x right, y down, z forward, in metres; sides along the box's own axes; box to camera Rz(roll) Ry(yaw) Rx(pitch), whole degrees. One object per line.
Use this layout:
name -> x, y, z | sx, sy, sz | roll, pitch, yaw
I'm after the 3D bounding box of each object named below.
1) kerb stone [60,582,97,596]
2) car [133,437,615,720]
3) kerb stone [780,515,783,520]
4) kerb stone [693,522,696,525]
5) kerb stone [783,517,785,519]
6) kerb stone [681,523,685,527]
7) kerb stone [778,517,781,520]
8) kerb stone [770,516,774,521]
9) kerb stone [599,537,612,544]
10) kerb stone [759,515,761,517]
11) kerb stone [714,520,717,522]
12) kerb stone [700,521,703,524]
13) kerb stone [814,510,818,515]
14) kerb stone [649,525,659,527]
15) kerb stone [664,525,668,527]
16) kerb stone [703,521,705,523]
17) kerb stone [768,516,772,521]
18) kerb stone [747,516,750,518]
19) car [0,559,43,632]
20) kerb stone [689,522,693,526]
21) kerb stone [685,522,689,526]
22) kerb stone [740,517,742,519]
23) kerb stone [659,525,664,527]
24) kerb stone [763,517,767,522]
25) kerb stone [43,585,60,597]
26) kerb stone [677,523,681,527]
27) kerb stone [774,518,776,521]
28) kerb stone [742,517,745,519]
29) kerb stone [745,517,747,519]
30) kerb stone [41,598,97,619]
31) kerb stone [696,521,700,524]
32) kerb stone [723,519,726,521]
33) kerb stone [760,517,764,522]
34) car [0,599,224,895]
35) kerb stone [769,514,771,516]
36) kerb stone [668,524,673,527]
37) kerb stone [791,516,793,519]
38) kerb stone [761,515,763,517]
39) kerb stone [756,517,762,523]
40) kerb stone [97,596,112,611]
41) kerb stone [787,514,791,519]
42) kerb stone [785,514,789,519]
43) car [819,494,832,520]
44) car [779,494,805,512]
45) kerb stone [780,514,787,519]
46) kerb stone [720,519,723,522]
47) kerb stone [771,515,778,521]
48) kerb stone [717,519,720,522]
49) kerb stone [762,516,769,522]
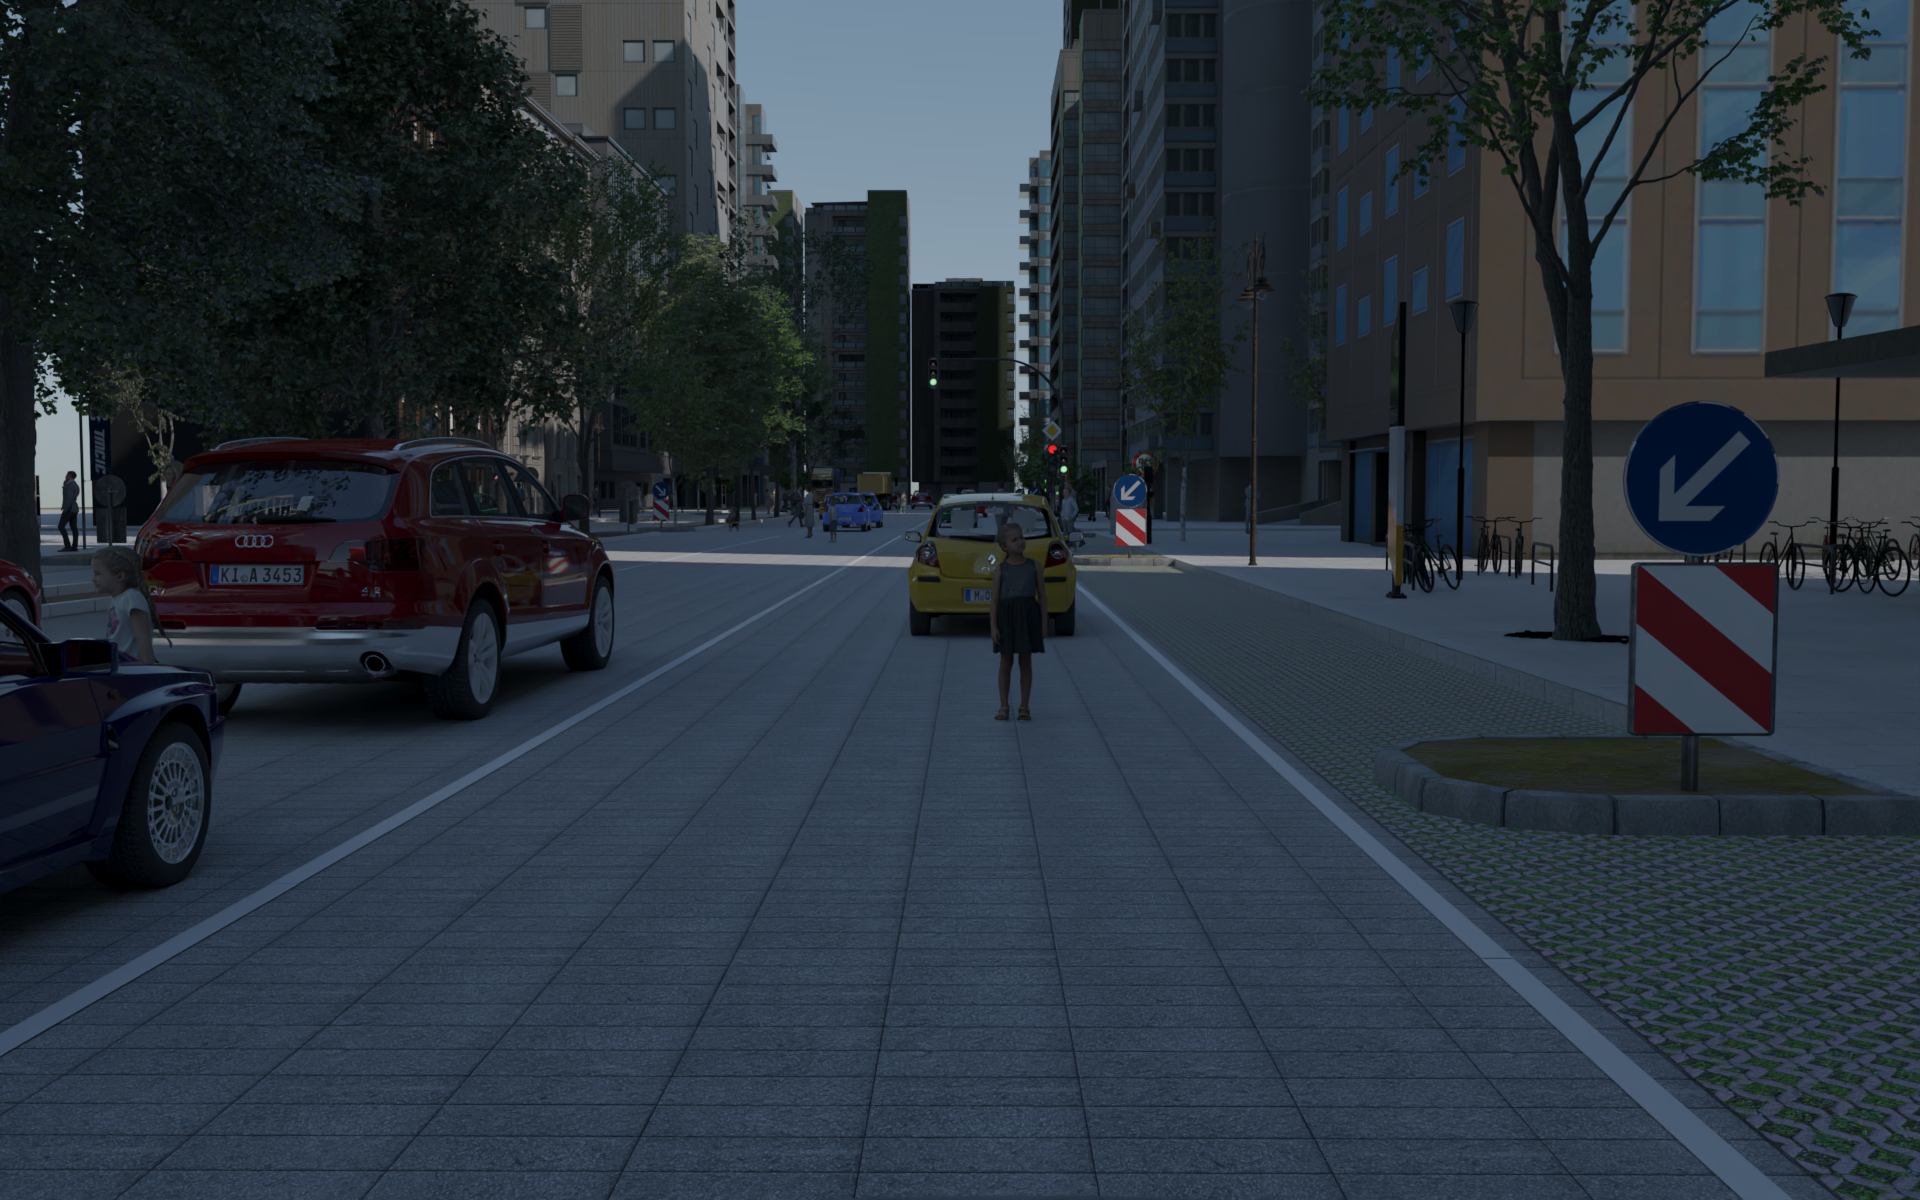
kerb stone -> -12.669, -0.155, 24.732 | 0.120, 0.150, 1.000 | 0, 4, 0
car -> -3.974, -0.238, 12.561 | 2.281, 1.827, 5.304 | 0, 4, 2
kerb stone -> -9.977, -4.450, 94.954 | 0.120, 0.150, 1.000 | 0, 4, 0
kerb stone -> -12.215, -3.449, 78.586 | 0.120, 0.150, 1.000 | 0, 4, 0
kerb stone -> -9.963, -4.513, 95.976 | 0.120, 0.150, 1.000 | 0, 4, 0
kerb stone -> -12.245, -3.261, 75.512 | 0.120, 0.150, 1.000 | 0, 4, 0
kerb stone -> -9.988, -4.388, 93.932 | 0.120, 0.150, 1.000 | 0, 4, 0
kerb stone -> -10.015, -4.194, 90.838 | 0.120, 0.150, 1.000 | 0, 4, 0
kerb stone -> -10.355, -1.722, 50.343 | 0.120, 0.150, 1.000 | 0, 4, 0
kerb stone -> -12.020, -4.893, 102.196 | 0.120, 0.150, 1.000 | 0, 4, 0
kerb stone -> -12.168, -3.824, 84.746 | 0.120, 0.150, 1.000 | 0, 4, 0
kerb stone -> -12.198, -3.574, 80.631 | 0.120, 0.150, 1.000 | 0, 4, 0
kerb stone -> -11.710, -7.146, 139.108 | 0.120, 0.150, 1.000 | 0, 4, 0
kerb stone -> -12.291, -2.883, 69.339 | 0.120, 0.150, 1.000 | 0, 4, 0
kerb stone -> -12.279, -3.009, 71.387 | 0.120, 0.150, 1.000 | 0, 4, 0
kerb stone -> -12.195, -3.637, 81.662 | 0.120, 0.150, 1.000 | 0, 4, 0
kerb stone -> -10.016, -4.136, 89.815 | 0.120, 0.150, 1.000 | 0, 4, 0
kerb stone -> -12.062, -4.580, 97.070 | 0.120, 0.150, 1.000 | 0, 4, 0
car -> -8.391, -0.206, 12.401 | 2.155, 1.783, 4.494 | 0, 4, 0
kerb stone -> -12.229, -3.380, 77.560 | 0.120, 0.150, 1.000 | 0, 4, 0
kerb stone -> -12.232, -3.324, 76.536 | 0.120, 0.150, 1.000 | 0, 4, 0
kerb stone -> -12.089, -4.391, 93.996 | 0.120, 0.150, 1.000 | 0, 4, 0
kerb stone -> -12.291, -2.943, 70.361 | 0.120, 0.150, 1.000 | 0, 4, 0
kerb stone -> -10.043, -4.008, 87.760 | 0.120, 0.150, 1.000 | 0, 4, 0
kerb stone -> -12.680, -0.092, 23.695 | 0.120, 0.150, 1.000 | 0, 4, 0
kerb stone -> -12.244, -3.196, 74.487 | 0.120, 0.150, 1.000 | 0, 4, 0
kerb stone -> -10.010, -4.262, 91.872 | 0.120, 0.150, 1.000 | 0, 4, 0
kerb stone -> -12.074, -4.454, 95.026 | 0.120, 0.150, 1.000 | 0, 4, 0
kerb stone -> -12.069, -4.517, 96.048 | 0.120, 0.150, 1.000 | 0, 4, 0
kerb stone -> -10.610, 0.098, 20.601 | 0.120, 0.150, 1.000 | 0, 4, 0
kerb stone -> -12.218, -3.512, 79.609 | 0.120, 0.150, 1.000 | 0, 4, 0
kerb stone -> -12.140, -4.014, 87.823 | 0.120, 0.150, 1.000 | 0, 4, 0
kerb stone -> -10.048, -3.948, 86.738 | 0.120, 0.150, 1.000 | 0, 4, 0
car -> -3.725, 0.454, 5.160 | 1.945, 1.354, 3.894 | 0, 4, 0
kerb stone -> -11.978, -5.206, 107.326 | 0.120, 0.150, 1.000 | 0, 4, 0
kerb stone -> -12.270, -3.072, 72.418 | 0.120, 0.150, 1.000 | 0, 4, 0
kerb stone -> -9.931, -4.758, 100.076 | 0.120, 0.150, 1.000 | 0, 4, 0
kerb stone -> -12.009, -4.956, 103.231 | 0.120, 0.150, 1.000 | 0, 4, 0
kerb stone -> -10.058, -3.879, 85.711 | 0.120, 0.150, 1.000 | 0, 4, 0
kerb stone -> -10.597, 0.035, 21.624 | 0.120, 0.150, 1.000 | 0, 4, 0
kerb stone -> -9.944, -4.701, 99.054 | 0.120, 0.150, 1.000 | 0, 4, 0
kerb stone -> -9.947, -4.633, 98.022 | 0.120, 0.150, 1.000 | 0, 4, 0
car -> -7.057, -5.395, 98.429 | 2.015, 1.641, 3.980 | 0, 4, 0
car -> -13.296, -7.660, 137.244 | 2.014, 1.417, 4.499 | 0, 4, -1
kerb stone -> -9.968, -4.572, 96.999 | 0.120, 0.150, 1.000 | 0, 4, 0
kerb stone -> -12.150, -3.951, 86.791 | 0.120, 0.150, 1.000 | 0, 4, 0
kerb stone -> -9.999, -4.322, 92.903 | 0.120, 0.150, 1.000 | 0, 4, 0
kerb stone -> -12.161, -3.888, 85.768 | 0.120, 0.150, 1.000 | 0, 4, 0
kerb stone -> -10.024, -4.073, 88.782 | 0.120, 0.150, 1.000 | 0, 4, 0
